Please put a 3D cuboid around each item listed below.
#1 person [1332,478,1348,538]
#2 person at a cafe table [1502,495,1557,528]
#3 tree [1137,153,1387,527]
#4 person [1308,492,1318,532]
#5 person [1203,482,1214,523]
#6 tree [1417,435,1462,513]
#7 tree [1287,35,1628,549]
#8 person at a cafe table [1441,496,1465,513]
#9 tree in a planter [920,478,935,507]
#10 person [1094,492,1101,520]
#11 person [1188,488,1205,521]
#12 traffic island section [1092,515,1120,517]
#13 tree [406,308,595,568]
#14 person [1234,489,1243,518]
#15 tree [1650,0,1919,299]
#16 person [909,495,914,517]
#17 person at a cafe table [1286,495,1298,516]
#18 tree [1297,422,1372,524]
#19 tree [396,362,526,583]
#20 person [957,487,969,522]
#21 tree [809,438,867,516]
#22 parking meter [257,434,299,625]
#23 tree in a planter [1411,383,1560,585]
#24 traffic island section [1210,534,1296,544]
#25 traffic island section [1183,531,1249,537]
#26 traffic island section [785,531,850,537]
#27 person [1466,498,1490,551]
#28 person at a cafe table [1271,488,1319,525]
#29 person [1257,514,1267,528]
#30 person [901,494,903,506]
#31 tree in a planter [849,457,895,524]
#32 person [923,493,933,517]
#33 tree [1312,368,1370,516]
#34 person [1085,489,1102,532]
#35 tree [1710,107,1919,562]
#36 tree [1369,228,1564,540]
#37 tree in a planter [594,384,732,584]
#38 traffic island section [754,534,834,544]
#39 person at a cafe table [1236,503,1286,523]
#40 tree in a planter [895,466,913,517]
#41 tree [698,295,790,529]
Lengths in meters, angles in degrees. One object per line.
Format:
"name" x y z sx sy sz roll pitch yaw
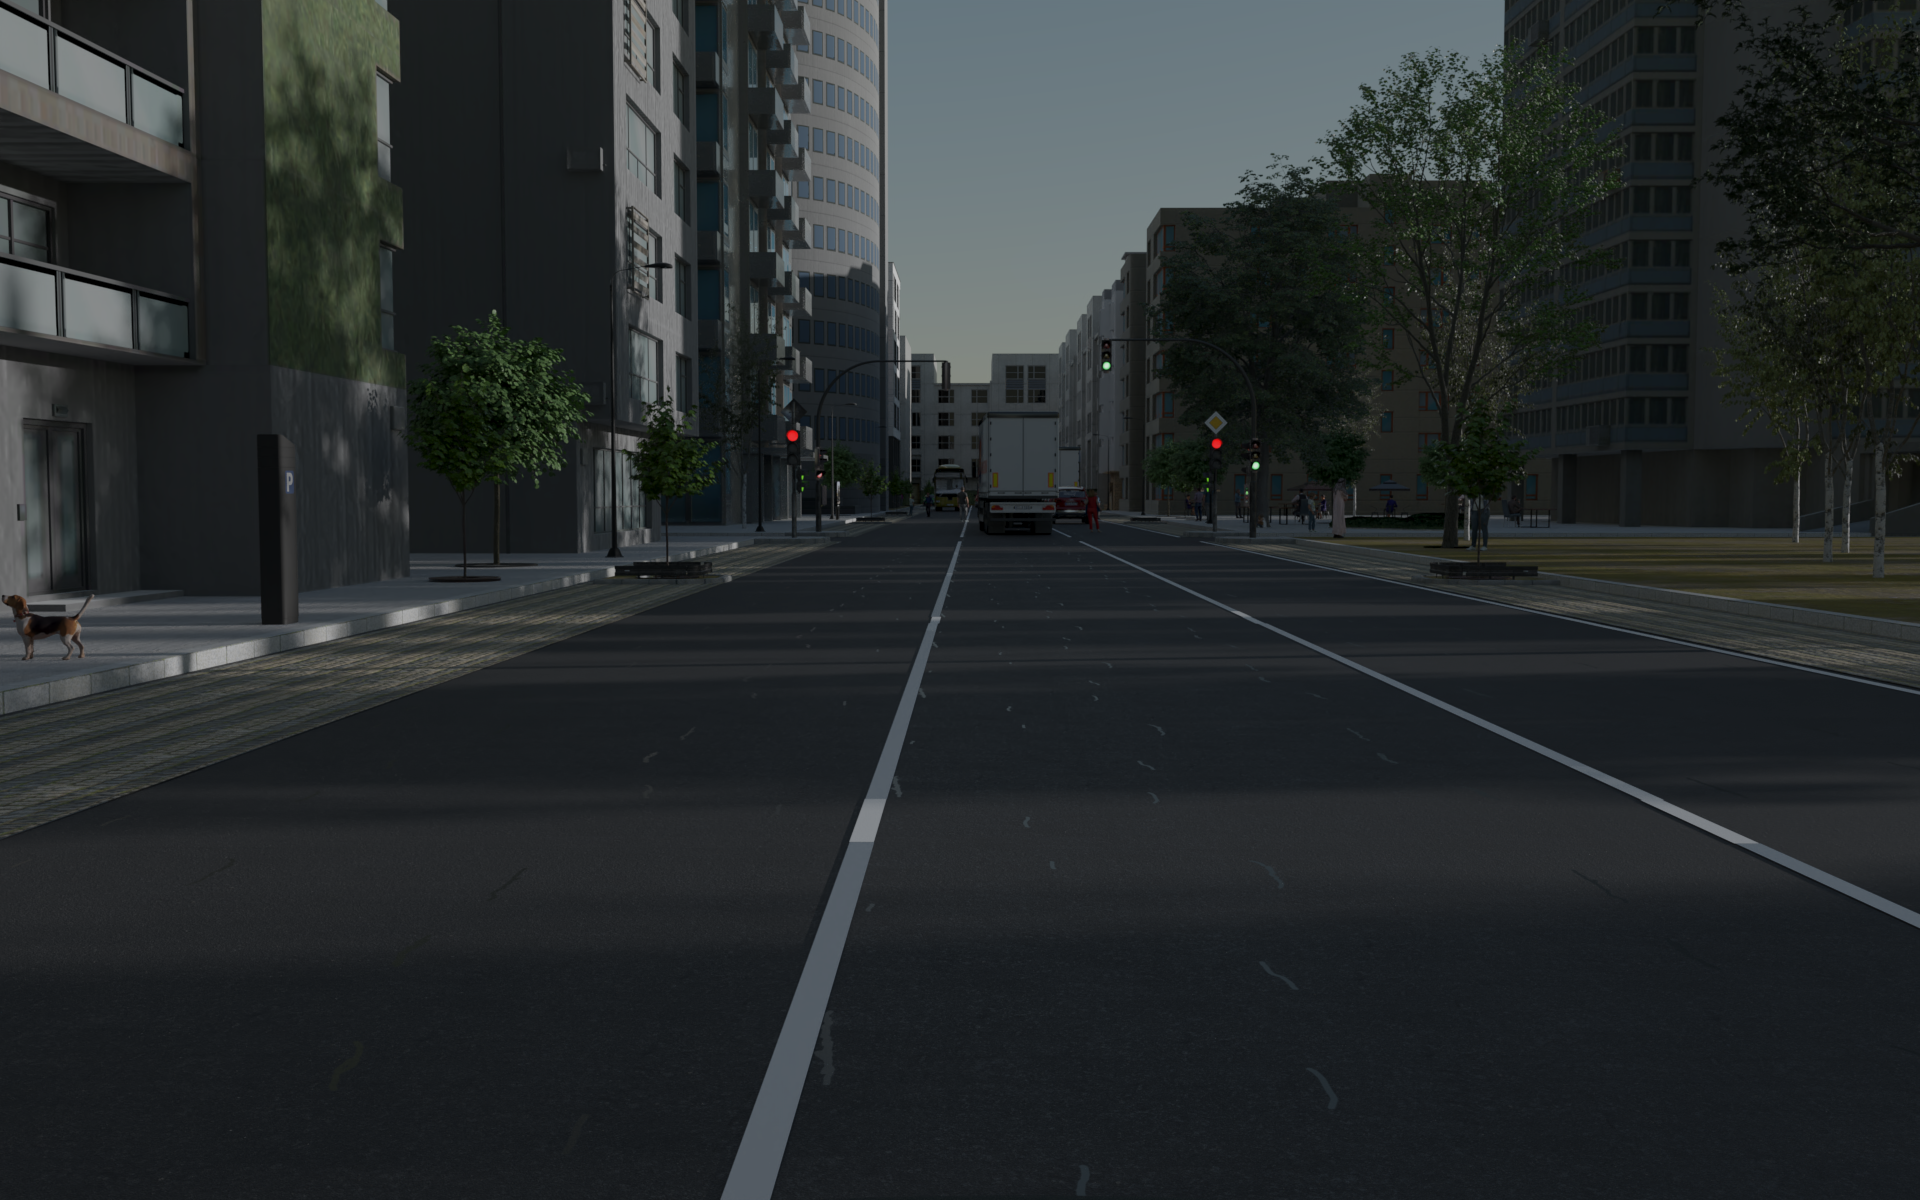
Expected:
"person" 11.054 -2.668 50.330 0.621 1.740 0.551 -2 4 -32
"person at a cafe table" 21.606 -3.387 66.231 1.726 1.238 1.698 0 4 -8
"tree" 11.708 -9.794 66.783 9.857 13.997 8.962 0 3 0
"person" 11.845 -2.945 58.110 0.340 1.345 0.435 1 4 11
"person" 11.096 -4.346 77.223 0.598 1.807 0.434 0 4 -7
"tree" 29.686 -7.263 102.457 4.285 4.588 4.351 0 3 0
"tree" 11.574 -7.021 40.544 9.928 11.665 9.643 0 3 0
"person at a cafe table" 28.734 -5.545 99.183 1.698 1.524 1.622 -1 4 -16
"tree in a planter" -3.352 -11.650 187.706 1.991 3.239 1.994 0 4 1
"person" 7.608 -5.249 96.535 0.499 1.552 0.429 0 4 6
"person" 11.148 -4.465 80.997 0.963 1.587 0.435 -2 4 -32
"traffic island section" 9.142 -5.368 110.633 1.991 0.108 1.994 0 4 1
"tree" -8.218 -2.871 30.661 4.285 4.588 4.351 0 3 0
"person" 14.634 -5.062 91.021 0.499 1.552 0.429 -2 4 -34
"tree" 10.385 -5.008 16.293 7.601 10.594 8.767 3 5 40
"person" -3.059 -5.922 109.226 0.435 1.345 0.340 1 4 20
"person at a cafe table" 19.932 -5.640 103.069 1.698 1.238 1.726 1 4 19
"tree" 16.380 -5.623 75.658 4.285 4.588 4.351 0 3 0
"tree" -7.181 -1.890 25.497 1.663 3.219 1.824 0 3 0
"person" 0.172 -4.994 90.285 0.598 1.807 0.434 2 4 29
"tree" -7.179 -7.189 101.249 4.285 4.588 4.351 0 3 0
"parking meter" -6.741 -0.698 17.126 0.255 1.863 0.399 0 4 -1
"tree in a planter" 8.395 -1.878 27.934 1.991 3.239 1.994 0 4 1
"traffic island section" 8.603 -1.746 50.835 2.009 0.180 2.903 0 4 1
"traffic island section" 8.675 -2.235 58.820 2.009 0.180 2.903 0 4 1
"traffic island section" -4.826 -2.242 58.945 2.009 0.180 2.903 0 4 1
"person" 11.807 -1.988 39.262 0.376 1.734 0.841 -3 5 -41
"person at a cafe table" 14.190 -3.926 72.709 1.698 1.524 1.622 -1 4 -13
"person" 11.469 -3.013 65.776 0.357 0.543 0.381 1 4 19
"person" -6.205 -10.841 186.517 0.599 1.433 0.991 1 4 15
"tree in a planter" -4.290 -5.277 83.496 1.991 3.239 1.994 0 4 1
"person" -2.050 -5.922 108.021 0.600 1.496 0.574 -2 4 -30
"tree" 22.079 -9.013 97.731 4.360 8.622 3.978 0 3 0
"person" 5.001 -3.356 65.075 0.593 1.614 0.444 2 4 31
"tree" 16.239 -5.007 32.229 4.360 8.622 3.978 0 3 0
"tree" 14.122 -5.945 47.561 4.360 8.622 3.978 0 3 0
"tree in a planter" -4.777 -1.891 28.147 1.991 3.239 1.994 0 4 1
"traffic island section" -4.897 -1.754 50.960 2.009 0.180 2.903 0 4 1
"person at a cafe table" 13.310 -4.044 76.986 1.698 1.238 1.726 0 4 -5
"tree in a planter" -4.037 -6.925 110.439 1.991 3.239 1.994 0 4 1
"tree" -8.152 -6.959 64.134 4.360 8.622 3.978 0 3 0
